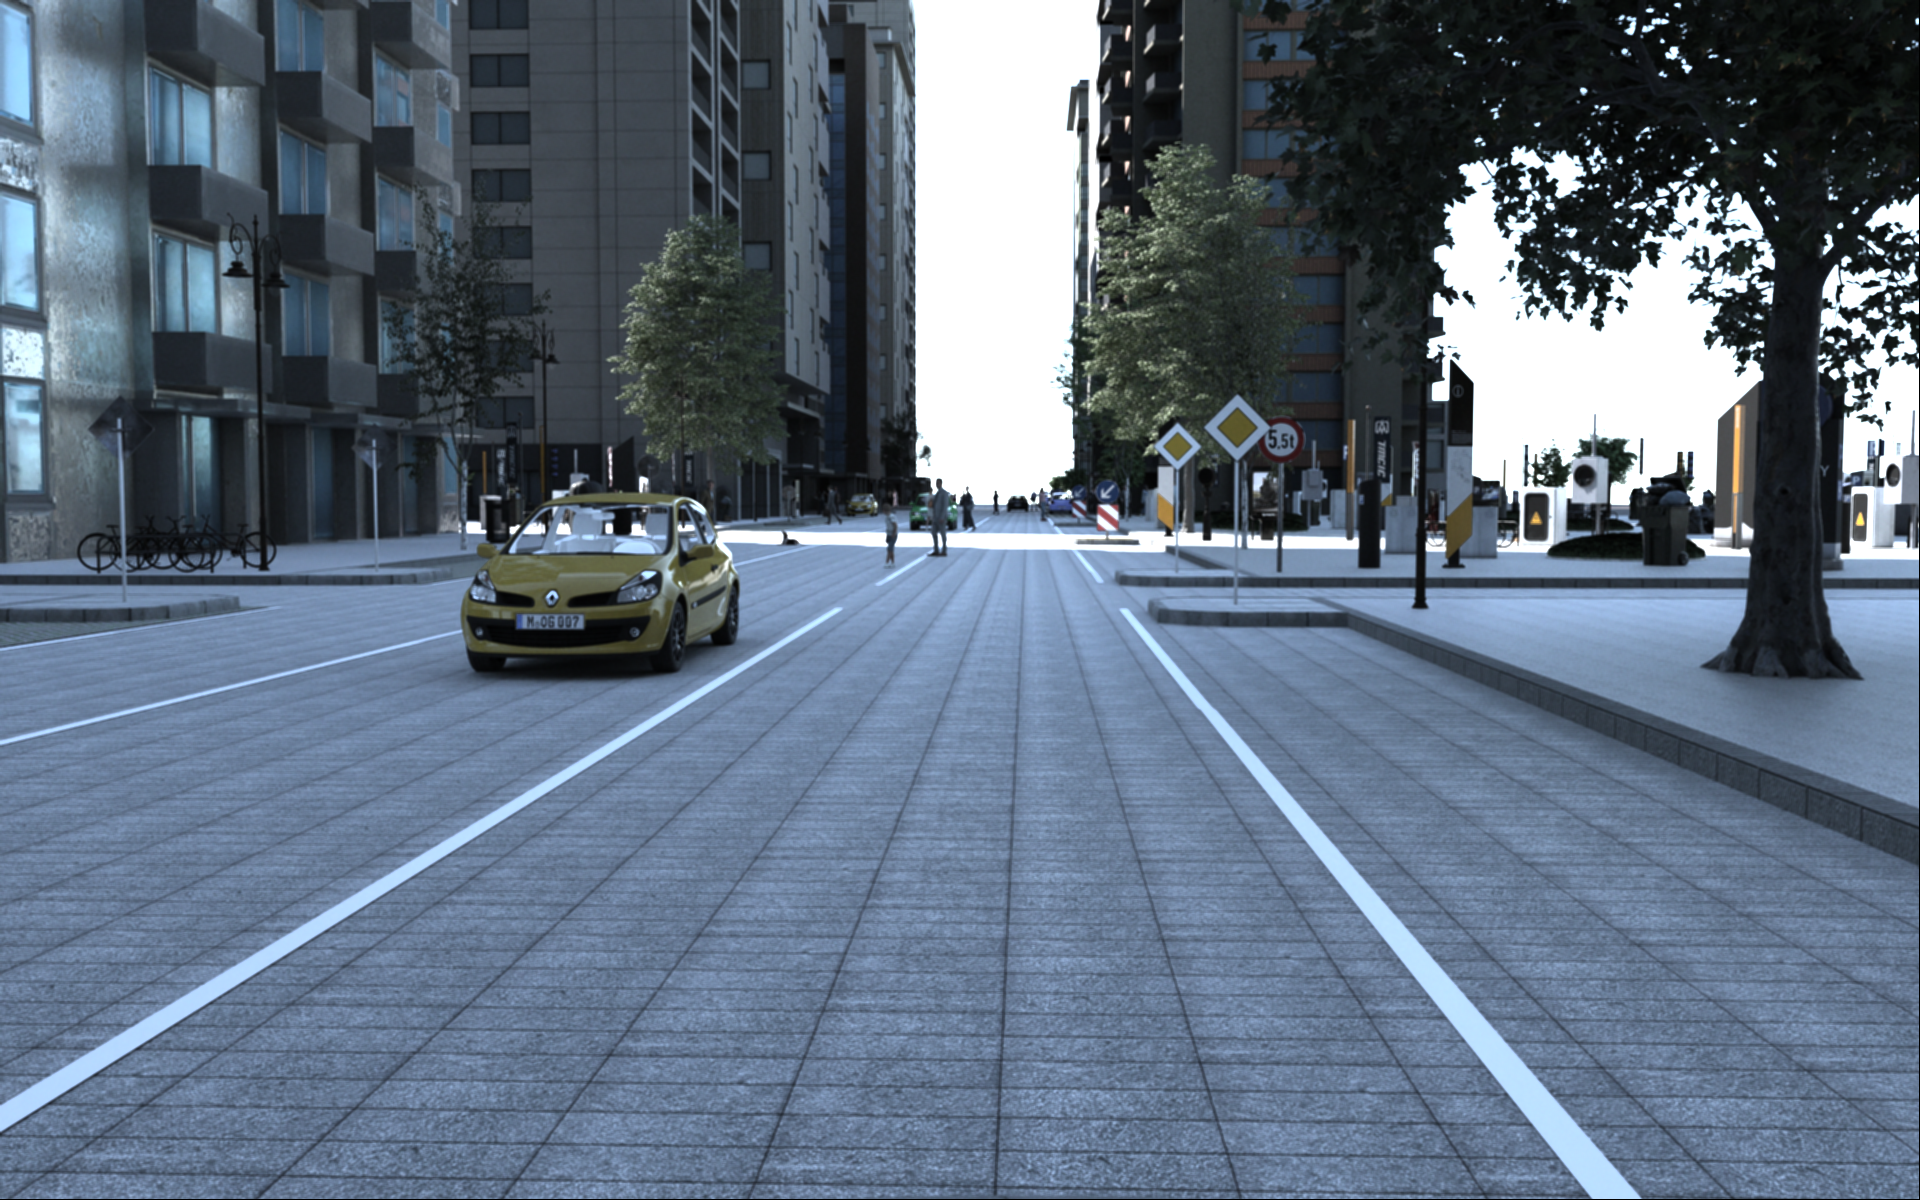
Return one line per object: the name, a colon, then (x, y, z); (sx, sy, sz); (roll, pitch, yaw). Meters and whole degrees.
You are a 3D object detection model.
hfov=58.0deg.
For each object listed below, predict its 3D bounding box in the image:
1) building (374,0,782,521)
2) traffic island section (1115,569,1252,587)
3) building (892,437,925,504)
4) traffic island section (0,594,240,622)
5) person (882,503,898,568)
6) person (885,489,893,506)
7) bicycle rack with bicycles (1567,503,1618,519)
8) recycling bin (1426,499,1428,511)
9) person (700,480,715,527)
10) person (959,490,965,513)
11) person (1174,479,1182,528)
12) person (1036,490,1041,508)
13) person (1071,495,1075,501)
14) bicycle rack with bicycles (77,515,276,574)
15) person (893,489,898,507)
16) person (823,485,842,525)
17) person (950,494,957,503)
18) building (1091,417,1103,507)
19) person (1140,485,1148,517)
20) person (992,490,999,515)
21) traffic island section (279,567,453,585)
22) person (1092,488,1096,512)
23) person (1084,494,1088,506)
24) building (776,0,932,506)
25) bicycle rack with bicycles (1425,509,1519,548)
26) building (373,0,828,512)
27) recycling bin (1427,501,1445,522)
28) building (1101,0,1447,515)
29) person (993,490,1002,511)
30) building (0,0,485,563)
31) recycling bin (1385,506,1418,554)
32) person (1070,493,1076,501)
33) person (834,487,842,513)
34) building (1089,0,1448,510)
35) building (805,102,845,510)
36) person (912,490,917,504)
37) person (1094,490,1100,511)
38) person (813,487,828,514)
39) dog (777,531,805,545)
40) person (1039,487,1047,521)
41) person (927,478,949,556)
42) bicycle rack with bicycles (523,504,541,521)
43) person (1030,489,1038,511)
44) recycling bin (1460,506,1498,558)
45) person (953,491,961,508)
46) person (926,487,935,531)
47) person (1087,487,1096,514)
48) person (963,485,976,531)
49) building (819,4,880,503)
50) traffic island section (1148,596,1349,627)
building: (-20.451, -39.970, 91.763); (20.563, 71.187, 20.611); (0, 4, 2)
traffic island section: (3.559, -0.356, 28.109); (2.009, 0.180, 2.903); (0, 4, 2)
building: (-20.990, -32.779, 227.811); (32.217, 40.220, 23.993); (0, 4, 2)
traffic island section: (-9.985, 0.100, 20.652); (2.009, 0.180, 2.903); (0, 4, 2)
person: (-1.362, -1.258, 33.756); (0.352, 1.250, 0.332); (1, 4, 14)
person: (-7.241, -10.613, 179.574); (1.348, 1.823, 0.705); (3, 4, 38)
bicycle rack with bicycles: (23.428, -3.198, 65.670); (2.925, 0.926, 2.852); (0, 4, -6)
recycling bin: (23.033, -4.418, 84.788); (0.722, 1.027, 0.722); (1, 4, 14)
person: (-7.224, -2.510, 49.450); (0.836, 1.842, 0.656); (0, 4, -7)
person: (0.126, -7.633, 133.823); (0.750, 1.759, 0.617); (1, 4, 23)
person: (8.081, -3.665, 65.828); (0.748, 1.841, 0.638); (0, 4, 5)
person: (8.277, -10.442, 179.216); (1.348, 1.826, 0.705); (-3, 5, -44)
person: (10.859, -9.719, 165.635); (0.721, 1.739, 1.217); (-2, 4, -26)
bicycle rack with bicycles: (-13.295, -0.956, 29.016); (2.925, 0.926, 2.852); (0, 4, -5)
person: (-6.413, -10.087, 171.641); (0.621, 1.740, 0.551); (-2, 4, -35)
person: (-5.974, -4.439, 81.041); (0.822, 1.834, 0.622); (1, 4, 18)
person: (-0.545, -5.913, 108.434); (1.065, 1.426, 0.557); (2, 4, 29)
building: (19.877, -24.387, 170.427); (14.160, 30.474, 14.107); (0, 4, 2)
person: (10.329, -5.544, 96.948); (0.793, 1.790, 0.793); (-3, 4, -38)
person: (2.465, -6.817, 120.874); (0.530, 1.710, 0.541); (0, 4, 7)
traffic island section: (-9.672, -0.388, 28.631); (2.009, 0.180, 2.903); (0, 4, 2)
person: (9.603, -7.096, 122.506); (0.568, 1.767, 0.683); (-3, 4, -36)
person: (13.936, -11.142, 191.448); (0.421, 1.427, 0.697); (-1, 4, -12)
building: (-14.553, -49.622, 249.572); (20.563, 71.187, 20.611); (0, 4, 2)
bicycle rack with bicycles: (12.378, -1.765, 42.245); (2.852, 0.926, 2.925); (-2, 4, -34)
building: (-23.444, -32.304, 117.401); (28.713, 52.752, 27.495); (0, 4, 2)
recycling bin: (18.721, -3.338, 67.128); (0.722, 1.027, 0.722); (-2, 4, -24)
building: (21.246, -28.525, 121.009); (22.147, 44.769, 28.867); (0, 4, 2)
person: (3.114, -8.450, 146.674); (0.705, 1.823, 1.348); (3, 4, 36)
building: (-26.715, -25.939, 43.705); (23.786, 49.044, 30.456); (0, 4, 2)
recycling bin: (9.551, -1.518, 37.381); (0.722, 1.027, 0.722); (1, 4, 15)
person: (11.224, -10.003, 169.667); (1.350, 1.814, 0.705); (-1, 4, -21)
person: (-8.289, -6.702, 116.174); (0.990, 1.755, 0.434); (-3, 5, -41)
building: (24.913, -34.222, 148.772); (28.713, 52.752, 27.495); (0, 4, 2)
building: (-24.242, -27.646, 143.889); (32.217, 40.220, 23.993); (0, 4, 2)
person: (-3.676, -8.166, 142.738); (0.721, 1.735, 1.217); (-2, 4, -27)
person: (9.519, -6.888, 118.523); (0.709, 1.838, 0.599); (3, 5, 41)
person: (-8.694, -6.274, 109.336); (1.217, 1.735, 0.721); (0, 4, 0)
dog: (-4.725, -1.732, 48.514); (0.748, 0.427, 0.550); (1, 4, 10)
person: (4.411, -5.135, 92.467); (0.388, 1.821, 0.555); (2, 4, 34)
person: (-0.457, -1.913, 39.884); (0.391, 1.810, 0.635); (-2, 4, -33)
bicycle rack with bicycles: (-15.513, -3.272, 66.881); (2.852, 0.926, 2.925); (0, 4, 5)
person: (6.258, -8.467, 146.811); (0.709, 1.838, 0.599); (0, 4, -3)
recycling bin: (10.438, -1.373, 35.008); (0.722, 1.027, 0.722); (0, 4, 7)
person: (-0.508, -10.421, 179.560); (1.217, 1.739, 0.721); (-1, 4, -19)
person: (-1.096, -3.501, 66.747); (0.512, 1.701, 0.522); (0, 4, 7)
person: (8.576, -6.464, 112.538); (0.445, 1.727, 0.742); (2, 4, 34)
person: (0.318, -3.571, 67.306); (0.576, 1.772, 0.534); (3, 5, 42)
building: (-15.042, -31.388, 163.302); (14.600, 45.320, 14.200); (0, 4, 2)
traffic island section: (3.246, 0.132, 20.130); (2.009, 0.180, 2.903); (0, 4, 2)
